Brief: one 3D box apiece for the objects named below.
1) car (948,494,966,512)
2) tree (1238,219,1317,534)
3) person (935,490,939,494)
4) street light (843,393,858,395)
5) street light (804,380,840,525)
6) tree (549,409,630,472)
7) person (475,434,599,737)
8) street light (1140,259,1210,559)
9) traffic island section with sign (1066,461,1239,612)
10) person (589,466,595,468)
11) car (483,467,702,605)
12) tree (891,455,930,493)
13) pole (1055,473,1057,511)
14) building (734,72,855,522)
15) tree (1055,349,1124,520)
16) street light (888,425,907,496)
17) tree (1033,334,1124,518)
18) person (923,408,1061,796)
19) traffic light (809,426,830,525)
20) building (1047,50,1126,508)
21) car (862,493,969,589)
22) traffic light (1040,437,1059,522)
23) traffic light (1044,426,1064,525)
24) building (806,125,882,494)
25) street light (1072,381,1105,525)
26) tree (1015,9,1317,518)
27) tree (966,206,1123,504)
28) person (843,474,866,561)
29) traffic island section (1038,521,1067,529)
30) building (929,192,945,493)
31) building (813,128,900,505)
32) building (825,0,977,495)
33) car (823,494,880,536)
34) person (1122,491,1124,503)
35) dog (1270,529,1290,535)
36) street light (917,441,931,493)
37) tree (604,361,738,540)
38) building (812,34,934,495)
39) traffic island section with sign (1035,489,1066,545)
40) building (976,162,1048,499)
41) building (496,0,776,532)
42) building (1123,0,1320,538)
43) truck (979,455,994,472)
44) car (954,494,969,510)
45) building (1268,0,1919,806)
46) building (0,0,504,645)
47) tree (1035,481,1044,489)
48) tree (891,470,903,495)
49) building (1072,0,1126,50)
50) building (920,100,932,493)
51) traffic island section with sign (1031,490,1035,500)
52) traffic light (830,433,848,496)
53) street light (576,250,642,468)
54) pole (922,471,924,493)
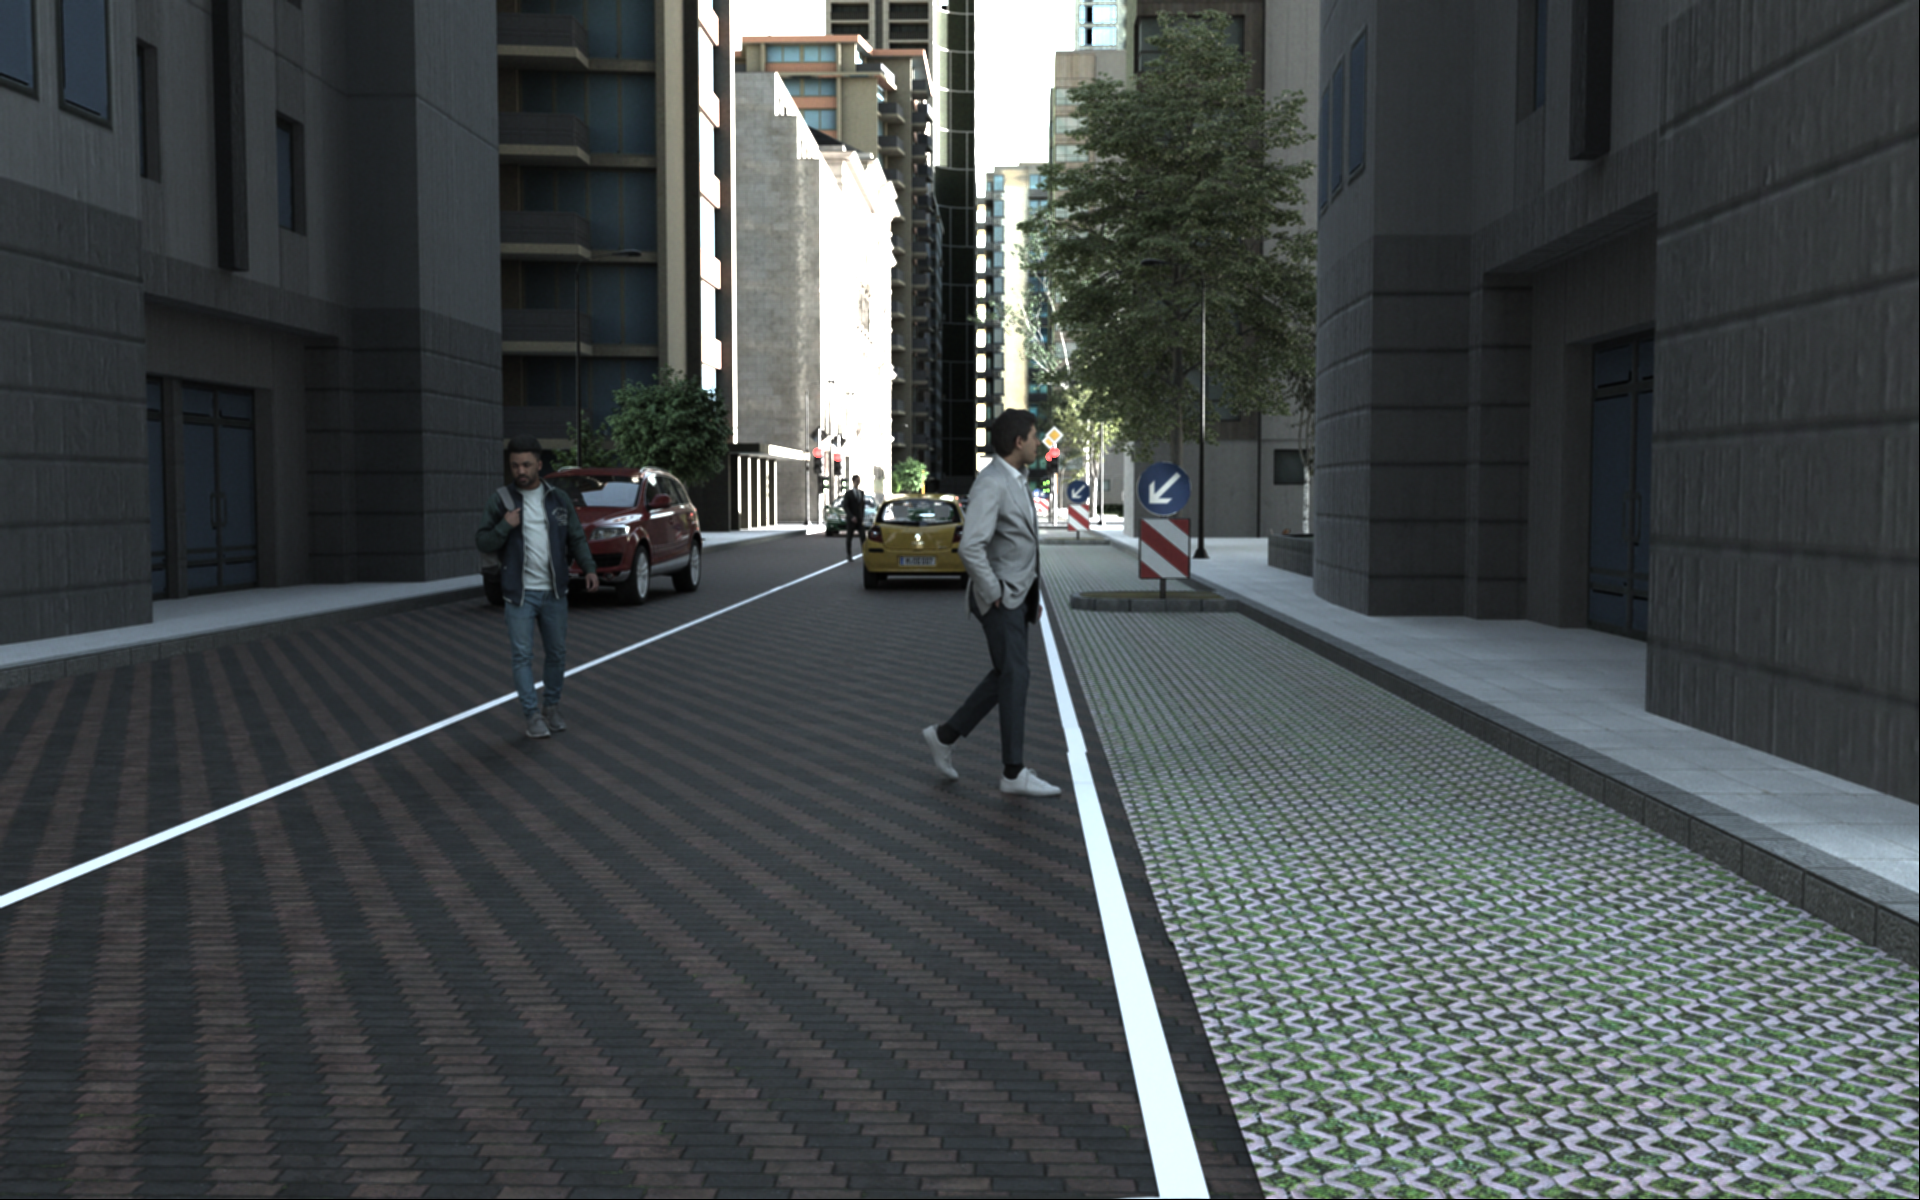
[{"bbox_3d":[-0.713,-1.975,44.093,2.131,1.459,4.920,0,4,0],"label":"car"},{"bbox_3d":[9.745,-5.932,47.347,4.360,8.622,3.978,0,3,0],"label":"tree"},{"bbox_3d":[-2.587,-11.435,193.935,0.756,1.711,0.436,-2,4,-24],"label":"person"},{"bbox_3d":[-5.354,-6.532,79.346,1.470,5.913,1.316,0,4,2],"label":"street light"},{"bbox_3d":[-5.724,-6.016,70.895,1.470,5.913,1.316,0,4,2],"label":"street light"},{"bbox_3d":[-8.570,-2.740,39.394,1.663,3.219,1.824,0,3,0],"label":"tree"},{"bbox_3d":[-2.535,-0.088,10.288,0.623,1.781,0.721,-3,5,-39],"label":"person"},{"bbox_3d":[4.260,-3.781,34.365,1.470,5.913,1.316,0,4,2],"label":"street light"},{"bbox_3d":[2.396,-0.807,21.819,1.989,1.847,2.006,0,4,2],"label":"traffic island section with sign"},{"bbox_3d":[-7.572,-1.776,34.934,0.795,1.843,0.661,-2,4,-27],"label":"person"},{"bbox_3d":[-4.989,-0.942,24.074,2.281,1.827,5.304,0,4,4],"label":"car"},{"bbox_3d":[-4.211,-10.047,147.976,4.285,4.588,4.351,0,3,0],"label":"tree"},{"bbox_3d":[7.281,-8.424,131.579,0.158,3.312,0.155,0,3,0],"label":"pole"},{"bbox_3d":[-11.250,-14.221,87.260,10.420,20.320,16.860,0,4,2],"label":"building"},{"bbox_3d":[6.533,-8.195,84.352,4.737,8.622,4.395,0,3,0],"label":"tree"},{"bbox_3d":[-4.237,-8.774,116.003,1.470,5.913,1.316,0,4,2],"label":"street light"},{"bbox_3d":[7.433,-9.706,93.101,7.601,10.594,8.767,2,4,26],"label":"tree"},{"bbox_3d":[0.138,-0.003,8.399,0.795,1.843,0.661,1,4,22],"label":"person"},{"bbox_3d":[-5.800,-5.049,71.479,0.839,4.253,0.868,0,4,2],"label":"traffic light"},{"bbox_3d":[15.733,-29.343,163.346,14.154,41.232,14.086,0,4,2],"label":"building"},{"bbox_3d":[-0.601,-1.069,27.706,2.015,1.641,3.980,0,4,1],"label":"car"},{"bbox_3d":[4.100,-5.521,79.184,0.839,4.253,0.868,0,4,2],"label":"traffic light"},{"bbox_3d":[3.857,-5.033,71.203,0.839,4.253,0.868,0,4,2],"label":"traffic light"},{"bbox_3d":[-10.978,-16.921,105.530,11.050,23.489,19.941,0,4,2],"label":"building"},{"bbox_3d":[5.270,-6.028,71.103,1.470,5.913,1.316,0,4,2],"label":"street light"},{"bbox_3d":[5.200,-7.503,40.803,7.486,12.596,7.792,0,3,0],"label":"tree"},{"bbox_3d":[7.281,-15.820,114.553,12.611,20.169,13.585,0,3,0],"label":"tree"},{"bbox_3d":[-2.173,-1.751,36.907,0.659,1.850,0.755,-3,4,-36],"label":"person"},{"bbox_3d":[4.140,-3.487,79.297,2.009,0.180,2.903,0,4,2],"label":"traffic island section"},{"bbox_3d":[-14.034,-31.973,214.639,23.993,40.220,32.217,0,4,2],"label":"building"},{"bbox_3d":[-11.994,-20.779,127.123,14.401,28.519,23.554,0,4,2],"label":"building"},{"bbox_3d":[-7.981,-49.458,246.891,20.611,71.187,20.563,0,4,2],"label":"building"},{"bbox_3d":[-3.654,-2.980,60.514,2.131,1.459,4.920,0,4,1],"label":"car"},{"bbox_3d":[11.081,-6.678,115.413,0.709,1.800,0.728,-2,4,-31],"label":"person"},{"bbox_3d":[7.141,-1.334,38.641,0.540,0.507,0.406,2,4,23],"label":"dog"},{"bbox_3d":[-3.228,-11.005,152.465,1.470,5.913,1.316,0,4,2],"label":"street light"},{"bbox_3d":[-7.222,-3.639,43.207,4.285,4.588,4.351,0,3,0],"label":"tree"},{"bbox_3d":[-13.957,-31.453,168.878,22.147,44.769,28.867,0,4,2],"label":"building"},{"bbox_3d":[3.231,-2.486,49.279,1.989,1.847,2.006,0,4,2],"label":"traffic island section with sign"},{"bbox_3d":[17.599,-38.479,248.735,30.456,49.044,23.786,0,4,2],"label":"building"},{"bbox_3d":[-21.121,-24.895,61.651,28.867,44.769,22.147,0,4,2],"label":"building"},{"bbox_3d":[12.342,-17.434,56.744,14.160,30.474,14.107,0,4,2],"label":"building"},{"bbox_3d":[2.710,-8.539,128.533,2.839,4.237,11.283,0,4,2],"label":"truck"},{"bbox_3d":[0.181,-4.446,82.471,2.009,1.686,4.222,0,4,2],"label":"car"},{"bbox_3d":[14.833,-29.119,18.094,21.231,58.520,28.212,0,4,2],"label":"building"},{"bbox_3d":[-18.574,-28.854,13.766,21.231,58.520,28.212,0,4,2],"label":"building"},{"bbox_3d":[10.116,-13.455,214.586,1.663,3.219,1.824,0,3,0],"label":"tree"},{"bbox_3d":[-5.328,-8.934,140.664,1.663,3.219,1.824,0,3,0],"label":"tree"},{"bbox_3d":[22.719,-55.048,212.699,22.319,86.520,31.000,0,4,2],"label":"building"},{"bbox_3d":[-10.479,-33.040,190.321,14.600,45.320,14.200,0,4,2],"label":"building"},{"bbox_3d":[4.901,-5.826,103.884,1.989,1.847,2.006,0,4,2],"label":"traffic island section with sign"},{"bbox_3d":[-5.557,-5.538,79.461,0.839,4.253,0.868,0,4,2],"label":"traffic light"},{"bbox_3d":[-6.750,-3.705,33.118,1.470,5.913,1.316,0,4,2],"label":"street light"},{"bbox_3d":[-3.236,-9.573,150.368,0.158,3.312,0.155,0,3,0],"label":"pole"}]
